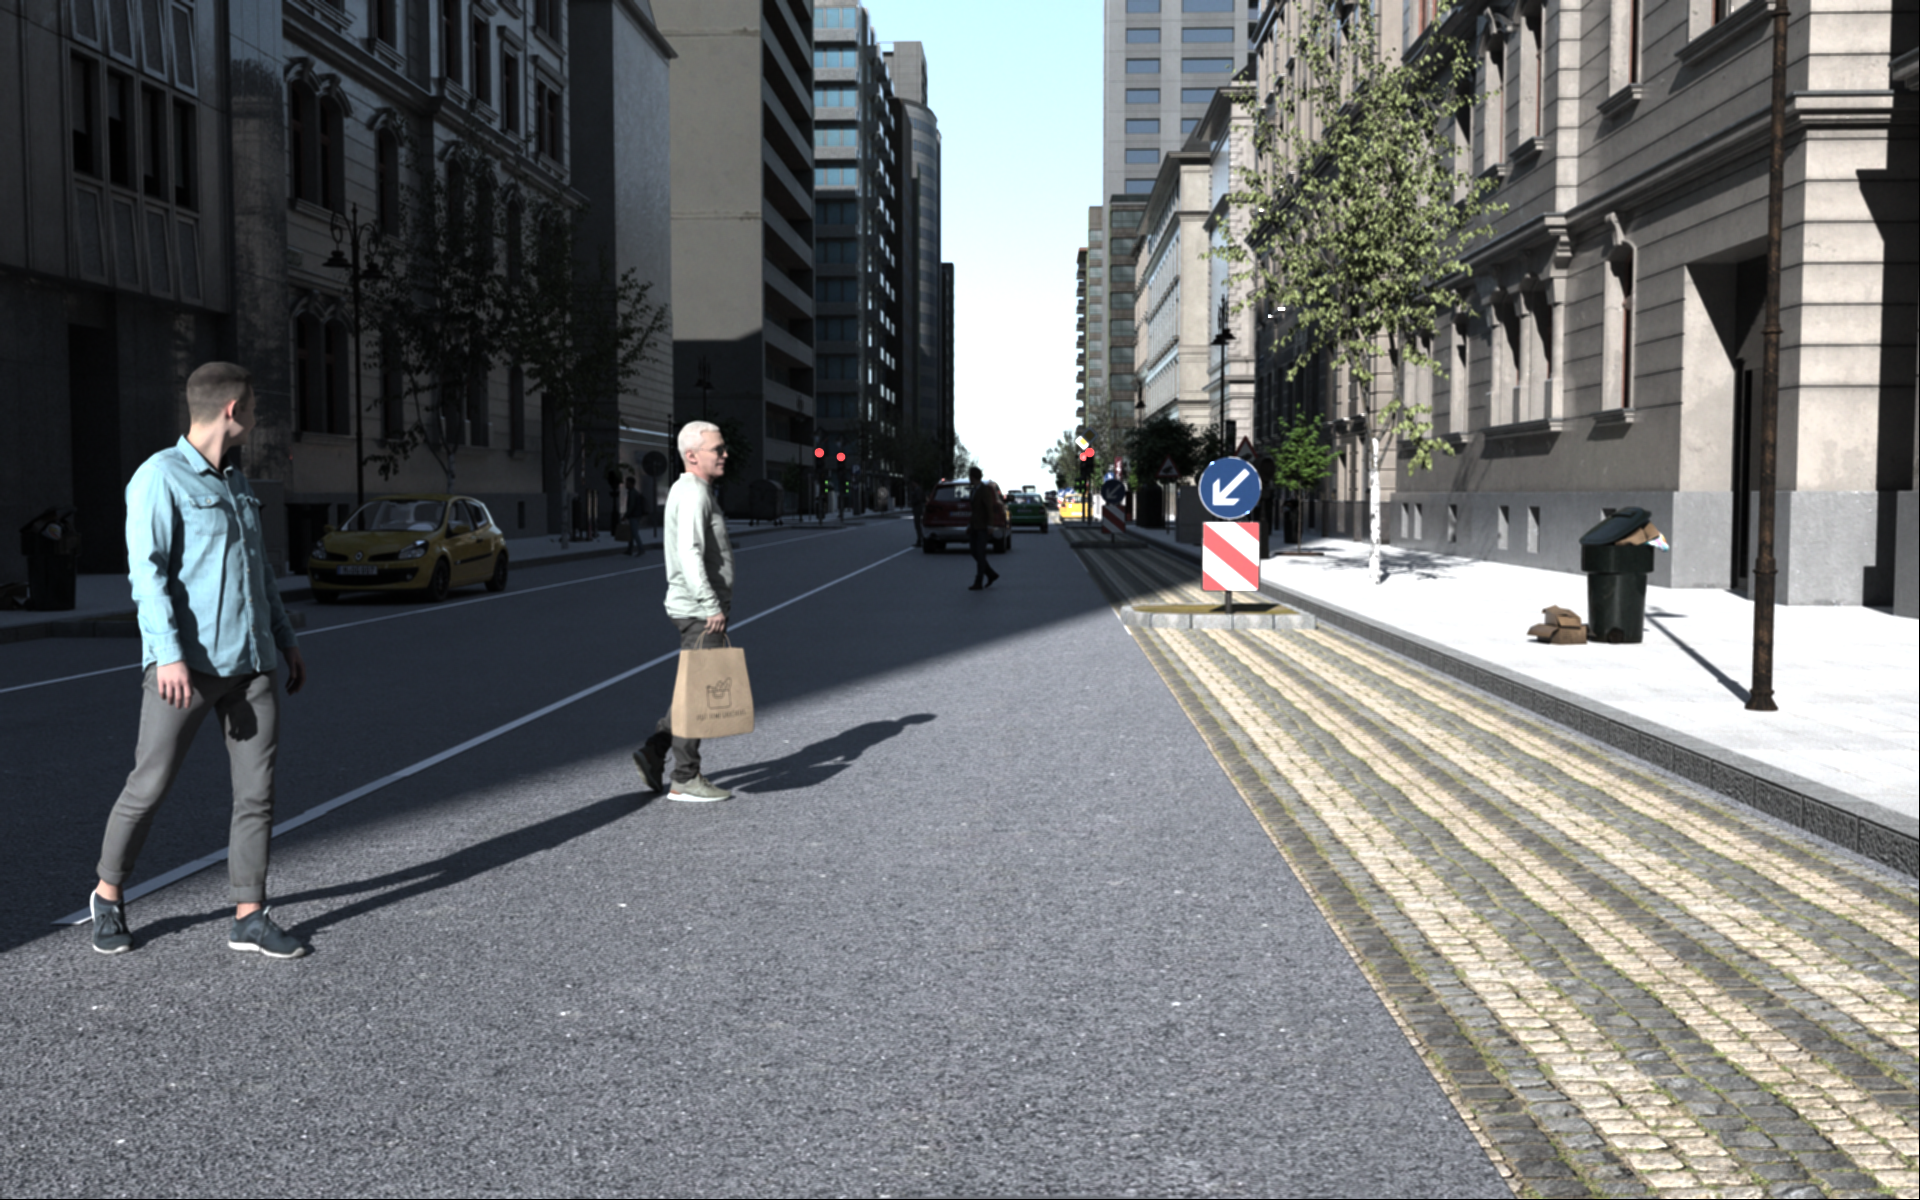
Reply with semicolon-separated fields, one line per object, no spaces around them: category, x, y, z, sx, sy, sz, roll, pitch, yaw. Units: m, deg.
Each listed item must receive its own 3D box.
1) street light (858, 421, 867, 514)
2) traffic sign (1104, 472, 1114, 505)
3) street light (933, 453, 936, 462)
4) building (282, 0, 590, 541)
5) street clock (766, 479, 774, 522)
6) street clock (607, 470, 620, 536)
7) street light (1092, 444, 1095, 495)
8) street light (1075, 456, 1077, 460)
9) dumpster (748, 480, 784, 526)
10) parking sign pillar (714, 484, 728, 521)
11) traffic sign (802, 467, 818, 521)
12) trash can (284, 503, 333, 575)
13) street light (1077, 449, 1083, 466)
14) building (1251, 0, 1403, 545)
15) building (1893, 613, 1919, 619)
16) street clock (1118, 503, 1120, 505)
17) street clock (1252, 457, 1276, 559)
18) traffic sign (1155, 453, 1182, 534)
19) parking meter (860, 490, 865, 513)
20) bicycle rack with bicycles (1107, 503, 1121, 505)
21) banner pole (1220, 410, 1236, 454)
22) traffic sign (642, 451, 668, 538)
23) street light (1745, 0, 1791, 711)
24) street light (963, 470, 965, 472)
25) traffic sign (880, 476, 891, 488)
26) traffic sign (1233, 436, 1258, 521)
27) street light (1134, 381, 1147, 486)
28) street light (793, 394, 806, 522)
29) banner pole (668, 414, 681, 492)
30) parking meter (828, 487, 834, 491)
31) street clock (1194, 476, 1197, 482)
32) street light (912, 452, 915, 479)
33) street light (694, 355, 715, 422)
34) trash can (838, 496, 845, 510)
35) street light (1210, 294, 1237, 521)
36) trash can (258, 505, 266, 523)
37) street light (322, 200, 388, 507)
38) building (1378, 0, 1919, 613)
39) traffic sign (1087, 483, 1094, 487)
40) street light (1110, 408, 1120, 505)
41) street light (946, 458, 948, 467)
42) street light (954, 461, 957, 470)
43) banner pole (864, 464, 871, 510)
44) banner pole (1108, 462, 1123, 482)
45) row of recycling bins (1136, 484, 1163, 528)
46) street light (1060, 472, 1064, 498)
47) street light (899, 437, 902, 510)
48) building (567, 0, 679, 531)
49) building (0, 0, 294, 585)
street light;-6.182;-8.388;109.929;0.468;5.910;1.993;0;4;2
traffic sign;8.809;-6.205;101.554;0.768;2.556;0.104;1;4;10
street light;-2.824;-13.139;187.617;0.468;5.910;1.993;0;4;2
building;-19.065;-15.729;44.561;14.401;28.519;23.554;0;4;2
street clock;-8.871;-4.661;80.782;0.358;2.002;0.471;-3;5;-44
street clock;-10.496;-2.941;52.657;0.358;2.002;0.471;-3;5;-40
street light;9.625;-9.231;123.716;0.468;5.910;1.993;0;4;2
street light;11.456;-12.035;169.558;0.468;5.910;1.993;0;4;2
dumpster;-7.801;-3.903;69.565;1.264;1.857;1.865;0;4;2
parking sign pillar;-11.909;-5.808;83.436;1.447;3.967;1.447;2;4;26
traffic sign;-7.080;-4.987;81.643;0.768;2.556;0.104;1;4;10
trash can;-10.381;-0.975;27.602;0.748;1.137;0.748;0;3;0
street light;10.850;-11.069;153.765;0.468;5.910;1.993;0;4;2
building;16.543;-15.746;54.709;12.463;27.353;25.104;0;4;2
building;15.576;-13.372;6.030;14.401;28.519;23.554;0;4;2
street clock;12.601;-8.122;137.364;0.471;2.002;0.358;-3;5;-42
street clock;5.963;-1.805;34.083;0.471;2.002;0.358;-3;4;-37
traffic sign;6.655;-3.385;55.346;0.884;2.594;0.081;1;4;12
parking meter;-6.578;-6.609;116.467;0.372;1.533;0.369;0;3;0
bicycle rack with bicycles;10.807;-6.176;114.360;2.852;0.926;2.925;0;4;-5
banner pole;7.943;-3.766;51.590;0.863;3.779;0.401;-3;5;-40
traffic sign;-8.988;-3.113;51.006;0.768;2.556;0.104;0;4;3
street light;4.775;-2.285;10.141;0.468;5.910;1.993;0;4;2
street light;0.651;-18.142;269.409;0.468;5.910;1.993;0;4;2
traffic sign;-5.282;-7.514;122.953;0.768;2.556;0.104;0;4;7
traffic sign;6.345;-2.359;38.567;0.884;2.594;0.081;0;4;6
street light;7.340;-5.988;70.695;0.468;5.910;1.993;0;4;2
street light;-7.370;-6.556;79.977;0.468;5.910;1.993;0;4;2
banner pole;-8.918;-3.917;54.054;0.401;3.779;0.863;-3;5;-42
parking meter;-9.684;-7.617;130.252;0.255;1.863;0.399;2;4;34
street clock;7.824;-3.143;55.962;0.471;2.002;0.358;-2;4;-26
street light;-4.194;-11.230;156.394;0.468;5.910;1.993;0;4;2
street light;-8.470;-5.184;57.553;0.468;5.910;1.993;0;4;2
trash can;-9.685;-7.955;141.715;0.748;1.137;0.748;0;3;0
street light;6.084;-4.123;40.198;0.468;5.910;1.993;0;4;2
trash can;-9.669;-0.704;23.171;0.748;1.137;0.748;0;3;0
street light;-9.587;-3.352;27.598;0.468;5.910;1.993;0;4;2
building;16.158;-14.826;29.791;14.401;28.519;23.554;0;4;2
traffic sign;10.095;-8.164;133.582;0.768;2.556;0.104;0;4;6
street light;8.331;-7.358;93.086;0.468;5.910;1.993;0;4;2
street light;-1.641;-14.990;217.868;0.468;5.910;1.993;0;4;2
street light;-0.711;-16.311;239.466;0.468;5.910;1.993;0;4;2
banner pole;-7.693;-9.362;143.085;0.863;3.779;0.401;2;4;29
banner pole;11.009;-8.203;124.136;0.863;3.779;0.401;1;4;12
row of recycling bins;7.467;-3.718;67.908;1.069;1.692;3.534;0;4;3
street light;16.359;-18.945;282.537;0.468;5.910;1.993;0;4;2
street light;-4.771;-10.282;140.890;0.468;5.910;1.993;0;4;2
building;-20.413;-13.153;64.204;18.267;20.994;9.793;0;4;2
building;-19.196;-12.528;22.858;12.078;24.808;19.932;0;4;2
